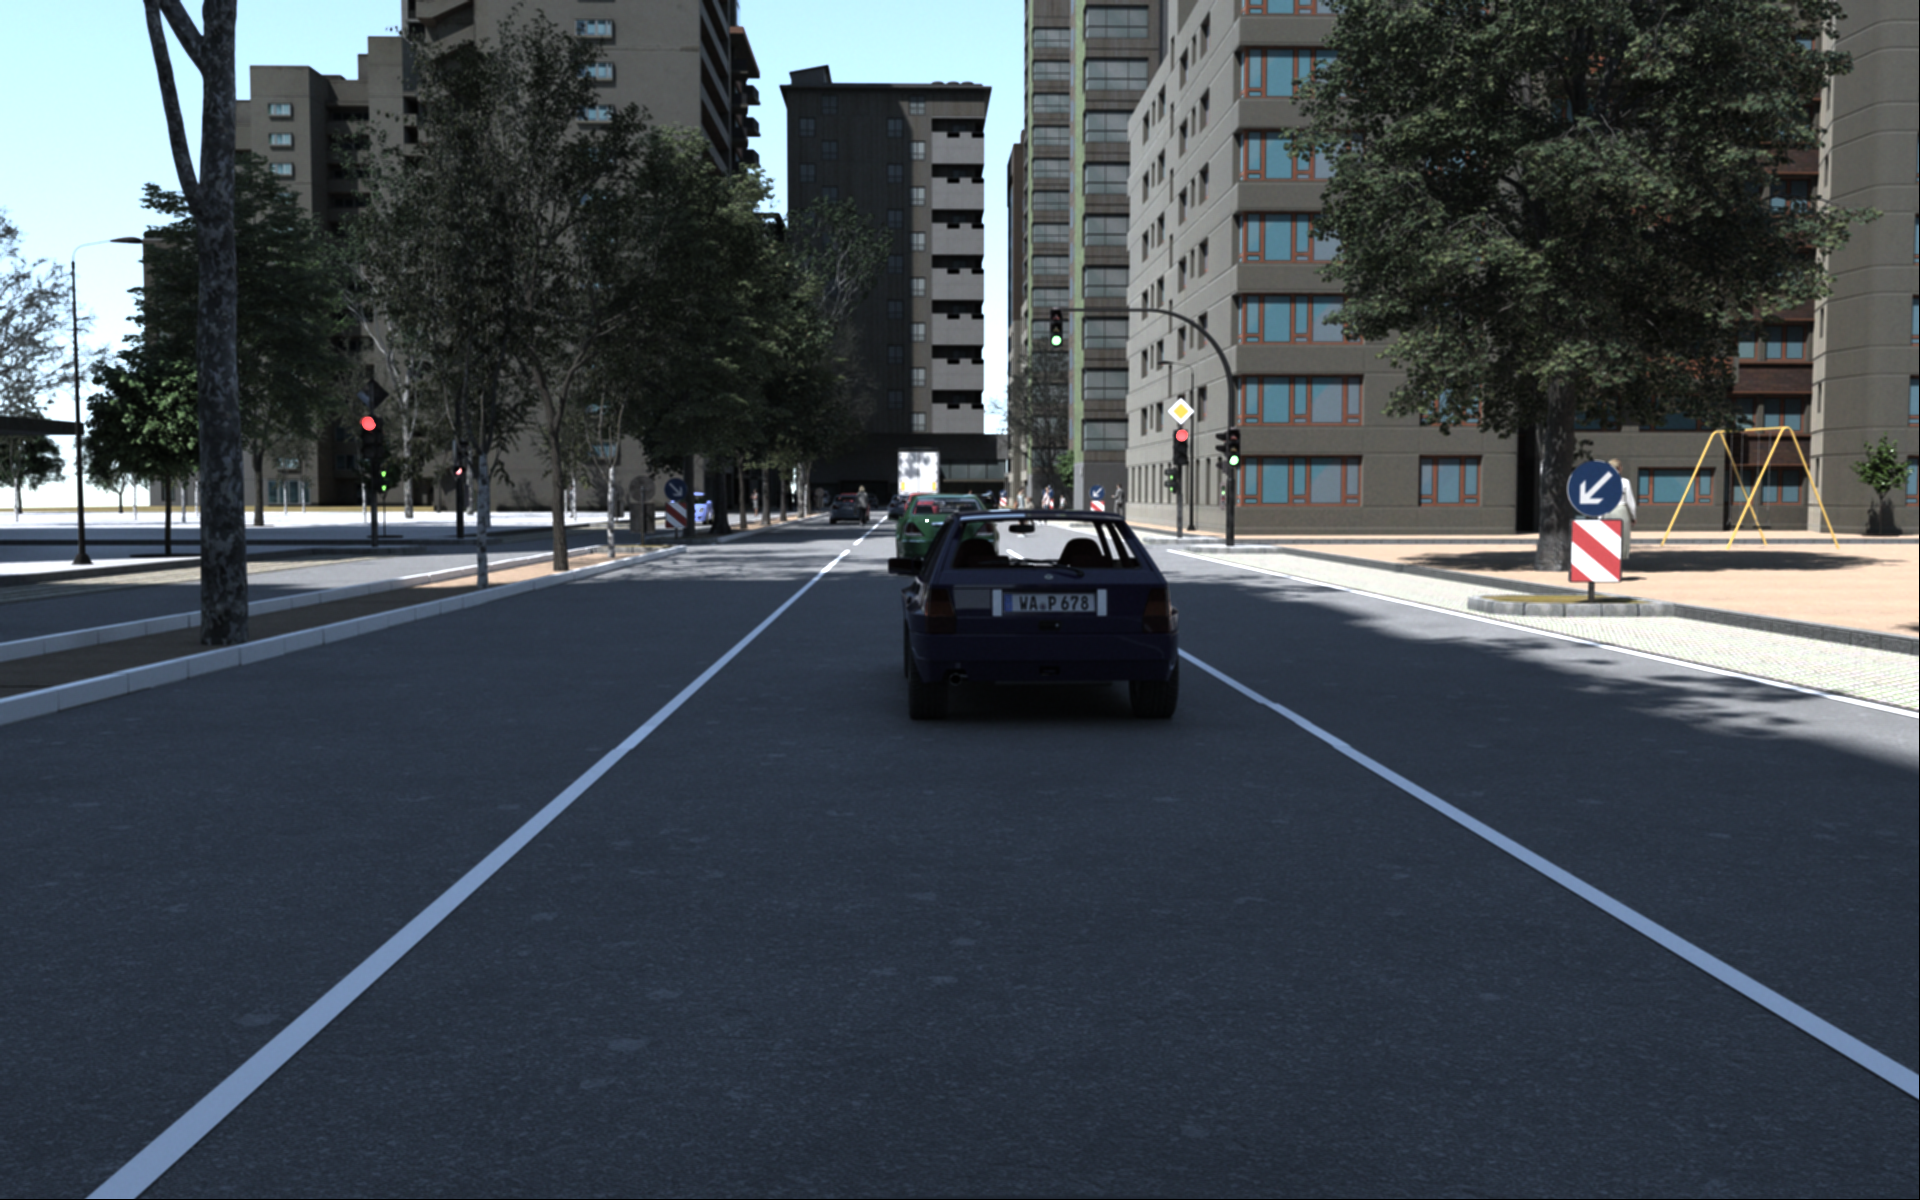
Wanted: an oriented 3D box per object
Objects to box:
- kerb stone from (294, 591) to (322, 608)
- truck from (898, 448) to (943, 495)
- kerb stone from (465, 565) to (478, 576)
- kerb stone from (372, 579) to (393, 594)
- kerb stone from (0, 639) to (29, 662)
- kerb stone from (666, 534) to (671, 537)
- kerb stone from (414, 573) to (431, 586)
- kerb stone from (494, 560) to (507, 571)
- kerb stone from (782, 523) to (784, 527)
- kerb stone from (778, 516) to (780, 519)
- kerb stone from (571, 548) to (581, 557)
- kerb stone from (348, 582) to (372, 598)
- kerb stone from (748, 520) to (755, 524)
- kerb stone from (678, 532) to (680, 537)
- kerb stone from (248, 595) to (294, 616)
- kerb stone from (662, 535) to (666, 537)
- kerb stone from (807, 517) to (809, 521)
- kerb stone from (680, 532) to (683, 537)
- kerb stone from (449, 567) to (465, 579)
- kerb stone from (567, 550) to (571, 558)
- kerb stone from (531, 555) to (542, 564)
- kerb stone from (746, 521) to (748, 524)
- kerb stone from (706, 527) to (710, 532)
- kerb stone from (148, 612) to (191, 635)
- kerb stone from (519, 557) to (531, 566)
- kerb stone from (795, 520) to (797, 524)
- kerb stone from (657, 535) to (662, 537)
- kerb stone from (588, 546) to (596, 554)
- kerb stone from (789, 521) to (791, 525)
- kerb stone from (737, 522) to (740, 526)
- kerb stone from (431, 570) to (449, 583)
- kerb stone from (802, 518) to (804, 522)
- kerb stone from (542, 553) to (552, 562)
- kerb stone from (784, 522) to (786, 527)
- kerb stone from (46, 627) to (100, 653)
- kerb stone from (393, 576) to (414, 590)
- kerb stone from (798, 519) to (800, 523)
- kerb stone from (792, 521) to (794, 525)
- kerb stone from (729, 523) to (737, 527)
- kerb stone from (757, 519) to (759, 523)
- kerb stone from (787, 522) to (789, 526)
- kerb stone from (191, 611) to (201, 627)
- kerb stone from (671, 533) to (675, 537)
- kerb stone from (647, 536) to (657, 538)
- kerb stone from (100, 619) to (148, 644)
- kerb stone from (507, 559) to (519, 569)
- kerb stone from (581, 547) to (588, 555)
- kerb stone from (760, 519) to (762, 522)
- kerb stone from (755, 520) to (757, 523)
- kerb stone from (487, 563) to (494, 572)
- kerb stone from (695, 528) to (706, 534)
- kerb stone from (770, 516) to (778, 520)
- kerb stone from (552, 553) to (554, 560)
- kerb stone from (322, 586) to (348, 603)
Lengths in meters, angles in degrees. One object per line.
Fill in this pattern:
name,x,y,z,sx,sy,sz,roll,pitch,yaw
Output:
kerb stone,-8.396,0.008,22.080,0.120,0.150,1.000,0,4,-2
truck,-2.536,-7.458,110.849,2.839,4.237,11.283,0,4,0
kerb stone,-8.620,-0.494,30.267,0.120,0.150,1.000,0,4,-2
kerb stone,-8.476,-0.181,25.148,0.120,0.150,1.000,0,4,-2
kerb stone,-8.193,0.446,14.898,0.120,0.150,1.000,0,4,-2
kerb stone,-9.279,-1.969,54.399,0.120,0.150,1.000,0,4,-2
kerb stone,-8.541,-0.303,27.196,0.120,0.150,1.000,0,4,-2
kerb stone,-8.674,-0.613,32.312,0.120,0.150,1.000,0,4,-2
kerb stone,-7.722,-3.164,73.924,0.120,0.150,1.000,0,4,-2
kerb stone,-10.498,-4.662,98.461,0.120,0.150,1.000,0,4,-2
kerb stone,-8.868,-1.058,39.490,0.120,0.150,1.000,0,4,-2
kerb stone,-8.450,-0.118,24.123,0.120,0.150,1.000,0,4,-2
kerb stone,-10.077,-3.720,83.096,0.120,0.150,1.000,0,4,-2
kerb stone,-9.344,-2.094,56.445,0.120,0.150,1.000,0,4,-2
kerb stone,-8.367,0.070,21.048,0.120,0.150,1.000,0,4,-2
kerb stone,-9.262,-1.907,53.377,0.120,0.150,1.000,0,4,-2
kerb stone,-8.204,-4.227,91.348,0.120,0.150,1.000,0,4,-2
kerb stone,-9.372,-2.158,57.471,0.120,0.150,1.000,0,4,-2
kerb stone,-8.592,-0.431,29.243,0.120,0.150,1.000,0,4,-2
kerb stone,-8.847,-0.995,38.468,0.120,0.150,1.000,0,4,-2
kerb stone,-8.762,-0.798,35.388,0.120,0.150,1.000,0,4,-2
kerb stone,-10.000,-3.537,80.023,0.120,0.150,1.000,0,4,-2
kerb stone,-9.564,-2.596,64.657,0.120,0.150,1.000,0,4,-2
kerb stone,-8.281,0.258,17.976,0.120,0.150,1.000,0,4,-2
kerb stone,-8.736,-0.739,34.363,0.120,0.150,1.000,0,4,-2
kerb stone,-7.947,-3.663,82.109,0.120,0.150,1.000,0,4,-2
kerb stone,-9.225,-1.840,52.353,0.120,0.150,1.000,0,4,-2
kerb stone,-8.919,-1.183,41.538,0.120,0.150,1.000,0,4,-2
kerb stone,-7.840,-3.414,78.021,0.120,0.150,1.000,0,4,-2
kerb stone,-9.879,-3.287,75.934,0.120,0.150,1.000,0,4,-2
kerb stone,-8.557,-0.365,28.222,0.120,0.150,1.000,0,4,-2
kerb stone,-8.087,-3.979,87.245,0.120,0.150,1.000,0,4,-2
kerb stone,-8.788,-0.869,36.411,0.120,0.150,1.000,0,4,-2
kerb stone,-7.745,-3.226,74.946,0.120,0.150,1.000,0,4,-2
kerb stone,-8.225,0.384,15.922,0.120,0.150,1.000,0,4,-2
kerb stone,-8.501,-0.242,26.170,0.120,0.150,1.000,0,4,-2
kerb stone,-8.004,-3.788,84.152,0.120,0.150,1.000,0,4,-2
kerb stone,-7.890,-3.539,80.065,0.120,0.150,1.000,0,4,-2
kerb stone,-9.848,-3.224,74.912,0.120,0.150,1.000,0,4,-2
kerb stone,-10.130,-3.850,85.145,0.120,0.150,1.000,0,4,-2
kerb stone,-7.815,-3.348,76.996,0.120,0.150,1.000,0,4,-2
kerb stone,-8.295,0.196,18.998,0.120,0.150,1.000,0,4,-2
kerb stone,-9.310,-2.029,55.424,0.120,0.150,1.000,0,4,-2
kerb stone,-9.202,-1.781,51.321,0.120,0.150,1.000,0,4,-2
kerb stone,-8.249,0.321,16.943,0.120,0.150,1.000,0,4,-2
kerb stone,-8.708,-0.682,33.341,0.120,0.150,1.000,0,4,-2
kerb stone,-8.906,-1.120,40.511,0.120,0.150,1.000,0,4,-2
kerb stone,-10.188,-3.964,87.194,0.120,0.150,1.000,0,4,-2
kerb stone,-10.100,-3.787,84.118,0.120,0.150,1.000,0,4,-2
kerb stone,-8.651,-0.556,31.290,0.120,0.150,1.000,0,4,-2
kerb stone,-9.540,-2.534,63.622,0.120,0.150,1.000,0,4,-2
kerb stone,-10.475,-4.601,97.437,0.120,0.150,1.000,0,4,-2
kerb stone,-8.815,-0.931,37.437,0.120,0.150,1.000,0,4,-2
kerb stone,-8.417,-0.055,23.102,0.120,0.150,1.000,0,4,-2
